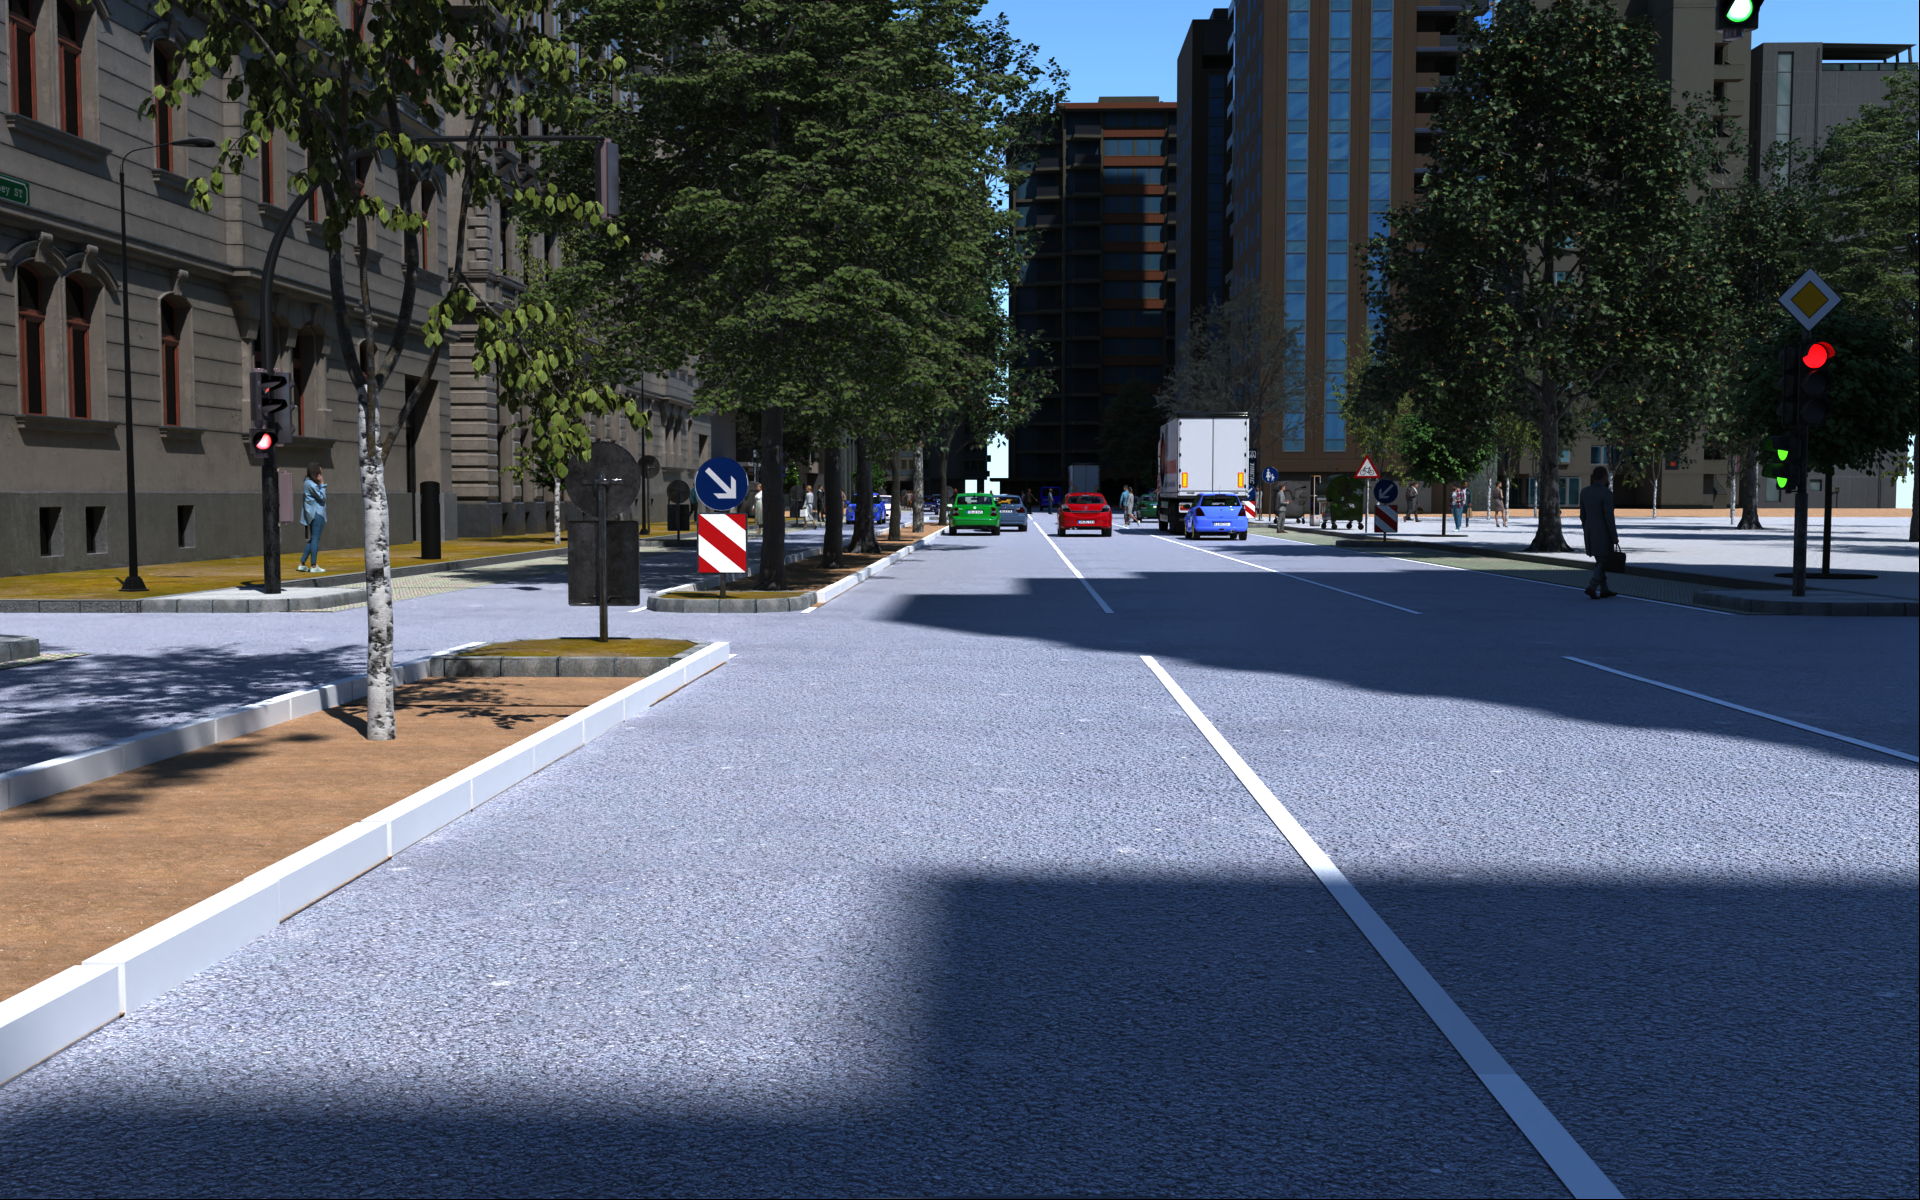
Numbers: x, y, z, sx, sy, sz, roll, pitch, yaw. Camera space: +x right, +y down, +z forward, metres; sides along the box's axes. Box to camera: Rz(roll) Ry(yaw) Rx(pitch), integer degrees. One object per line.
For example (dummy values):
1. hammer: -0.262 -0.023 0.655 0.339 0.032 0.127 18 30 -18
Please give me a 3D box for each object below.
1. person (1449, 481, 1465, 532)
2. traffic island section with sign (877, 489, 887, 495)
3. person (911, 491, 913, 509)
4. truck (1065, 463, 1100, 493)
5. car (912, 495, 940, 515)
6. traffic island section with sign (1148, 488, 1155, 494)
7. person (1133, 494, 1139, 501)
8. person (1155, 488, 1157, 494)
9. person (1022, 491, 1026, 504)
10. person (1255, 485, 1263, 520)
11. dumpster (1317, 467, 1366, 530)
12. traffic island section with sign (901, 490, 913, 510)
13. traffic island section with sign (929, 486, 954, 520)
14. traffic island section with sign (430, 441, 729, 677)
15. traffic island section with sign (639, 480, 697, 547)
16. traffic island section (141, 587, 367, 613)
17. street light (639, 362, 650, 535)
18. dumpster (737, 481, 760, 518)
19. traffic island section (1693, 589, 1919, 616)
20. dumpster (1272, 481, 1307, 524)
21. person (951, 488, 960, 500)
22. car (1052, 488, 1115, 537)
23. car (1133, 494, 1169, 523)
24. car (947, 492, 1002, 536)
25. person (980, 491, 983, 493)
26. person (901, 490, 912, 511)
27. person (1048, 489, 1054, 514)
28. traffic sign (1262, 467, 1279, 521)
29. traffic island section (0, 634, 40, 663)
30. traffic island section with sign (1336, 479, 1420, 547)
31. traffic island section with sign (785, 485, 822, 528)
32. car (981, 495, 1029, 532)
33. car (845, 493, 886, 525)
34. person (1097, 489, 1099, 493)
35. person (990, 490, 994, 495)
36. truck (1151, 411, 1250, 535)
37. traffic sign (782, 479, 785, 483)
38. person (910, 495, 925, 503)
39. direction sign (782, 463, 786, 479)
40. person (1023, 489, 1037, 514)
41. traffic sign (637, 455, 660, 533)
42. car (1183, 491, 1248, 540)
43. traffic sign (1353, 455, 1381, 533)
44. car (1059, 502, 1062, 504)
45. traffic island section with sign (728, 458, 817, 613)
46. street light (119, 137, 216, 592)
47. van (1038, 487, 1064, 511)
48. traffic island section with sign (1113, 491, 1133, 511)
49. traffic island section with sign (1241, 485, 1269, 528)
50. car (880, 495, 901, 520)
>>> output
1. person: 16.951 -3.189 59.025 0.643 1.720 0.563 -2 4 -34
2. traffic island section with sign: -5.549 -7.074 124.288 1.989 1.847 2.006 0 4 2
3. person: -4.401 -9.127 158.438 1.217 1.743 0.721 1 4 12
4. truck: 11.369 -10.501 160.611 2.839 4.237 11.283 0 4 1
5. car: -2.332 -6.546 119.614 1.945 1.354 3.894 0 4 0
6. traffic island section with sign: 13.553 -7.024 123.464 1.989 1.847 2.006 0 4 2
7. person: 13.917 -7.613 136.160 0.799 1.438 0.628 -1 4 -11
8. person: 11.543 -5.620 100.923 0.617 1.759 0.750 -2 4 -29
9. person: 5.368 -8.502 148.442 0.436 1.711 0.756 -1 4 -8
10. person: 14.905 -4.877 86.524 0.466 1.731 0.760 2 4 26
11. dumpster: 13.838 -3.685 62.736 1.502 2.255 1.985 0 4 2
12. traffic island section with sign: -4.771 -8.722 151.232 1.989 1.847 2.006 0 4 2
13. traffic island section with sign: -0.692 -5.430 96.914 2.006 1.907 1.989 0 4 2
14. traffic island section with sign: -3.114 -0.383 14.403 2.006 1.907 1.989 0 4 2
15. traffic island section with sign: -7.795 -2.390 47.708 1.989 1.847 2.006 0 4 2
16. traffic island section: -8.876 -0.003 22.326 2.009 0.180 2.903 0 4 2
17. street light: -9.409 -5.003 54.344 1.470 5.913 1.316 0 4 2
18. dumpster: -9.366 -4.369 77.188 1.264 1.857 1.865 0 4 2
19. traffic island section: 10.556 0.032 21.753 2.009 0.180 2.903 0 4 2
20. dumpster: 14.245 -4.219 74.735 1.264 1.857 1.865 0 4 1
21. person: -0.262 -5.920 105.309 0.705 1.821 1.348 -3 5 -43
22. car: 4.266 -3.092 59.596 2.155 1.783 4.494 0 4 2
23. car: 9.863 -4.693 88.532 2.131 1.459 4.920 0 4 2
24. car: 0.506 -3.208 61.253 1.959 1.807 4.718 0 3 0
25. person: 1.905 -8.857 154.119 0.445 1.727 0.742 1 4 17
26. person: -4.363 -8.557 148.404 1.348 1.824 0.705 0 4 -5
27. person: 6.428 -6.982 122.731 0.705 1.814 1.350 0 4 -6
28. traffic sign: 14.543 -4.963 81.251 0.768 2.556 0.104 0 4 5
29. traffic island section: -9.111 0.485 14.345 2.009 0.180 2.903 0 4 2
30. traffic island section with sign: 11.309 -2.354 47.123 1.989 1.847 2.006 0 4 2
31. traffic island section with sign: -7.012 -4.038 74.652 1.989 1.847 2.006 0 4 2
32. car: 1.703 -3.395 67.512 2.014 1.417 4.499 0 4 0
33. car: -4.481 -4.470 82.675 1.945 1.707 3.694 0 4 2
34. person: 11.304 -8.155 141.916 1.350 1.814 0.705 -1 4 -15
35. person: 2.531 -8.177 142.913 1.217 1.735 0.721 1 4 20
36. truck: 8.813 -4.612 64.321 2.839 4.237 11.283 0 4 2
37. traffic sign: -8.946 -5.169 84.511 0.884 2.594 0.081 0 4 7
38. person: -2.499 -5.608 100.159 0.705 1.831 1.348 2 4 35
39. direction sign: -9.239 -5.840 87.479 0.876 3.537 0.379 0 4 2
40. person: 4.977 -7.056 123.999 1.348 1.807 0.705 3 5 44
41. traffic sign: -10.213 -3.465 56.763 0.768 2.556 0.104 0 4 2
42. car: 8.091 -2.774 54.954 1.945 1.707 3.694 0 4 2
43. traffic sign: 13.455 -3.505 57.309 0.884 2.594 0.081 0 4 4
44. car: 5.832 -4.379 83.399 2.131 1.459 4.920 0 4 4
45. traffic island section with sign: -2.887 -0.836 21.807 2.006 1.907 1.989 0 4 2
46. street light: -10.390 -3.069 22.715 1.470 5.913 1.316 0 4 2
47. van: 7.772 -8.801 148.278 2.240 2.365 5.245 0 4 2
48. traffic island section with sign: 14.340 -8.672 150.408 1.989 1.847 2.006 0 4 2
49. traffic island section with sign: 12.097 -4.002 74.067 1.989 1.847 2.006 0 4 2
50. car: -4.284 -5.081 95.440 2.083 1.381 4.827 0 4 2
